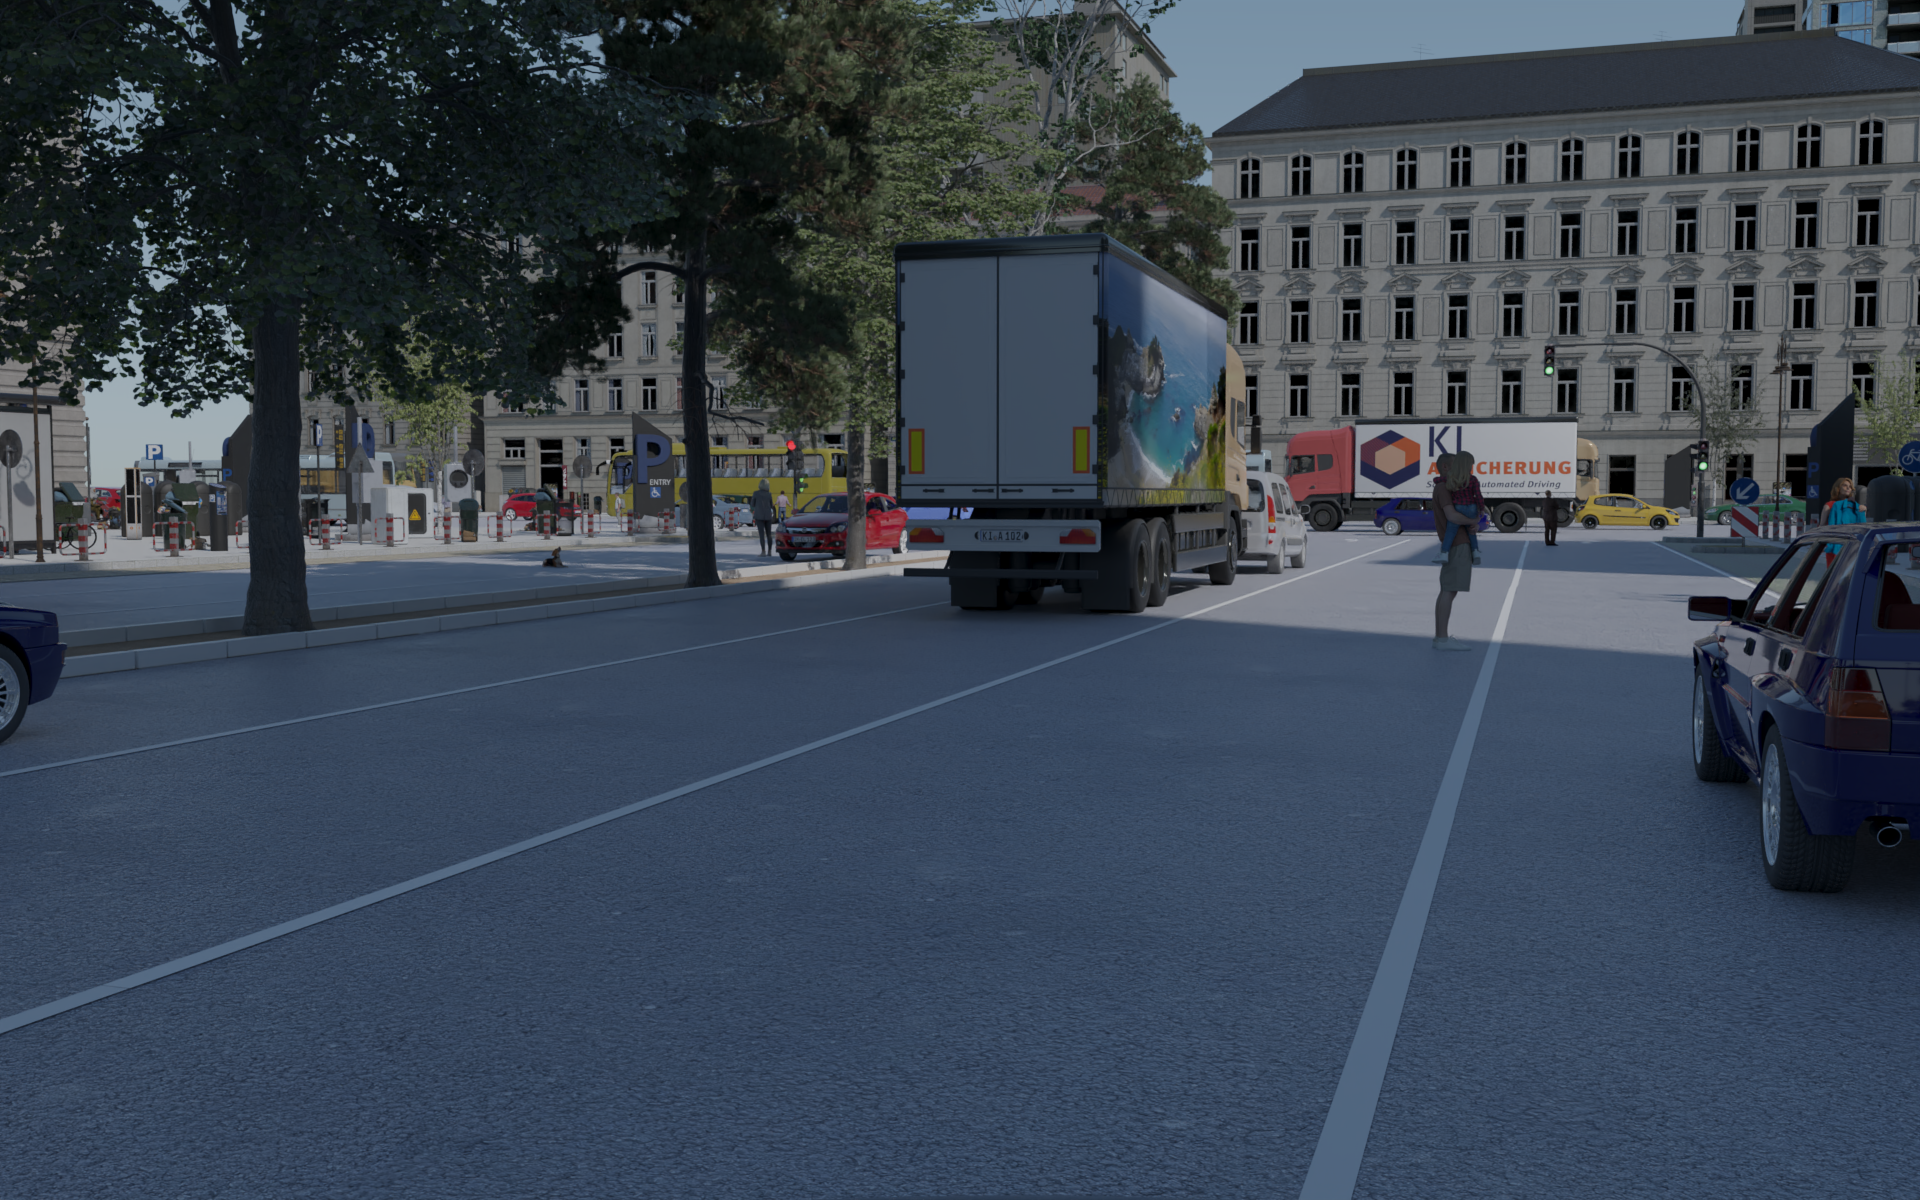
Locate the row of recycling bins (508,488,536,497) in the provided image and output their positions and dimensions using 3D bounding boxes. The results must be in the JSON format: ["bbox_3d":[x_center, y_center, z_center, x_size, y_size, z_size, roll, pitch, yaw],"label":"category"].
[{"bbox_3d":[-38.891,-8.815,151.232,3.534,1.692,1.069,0,4,-4],"label":"row of recycling bins"}]

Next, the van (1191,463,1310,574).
[{"bbox_3d":[5.465,-1.560,32.516,2.013,2.044,4.112,1,4,20],"label":"van"}]

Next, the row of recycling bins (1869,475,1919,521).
[{"bbox_3d":[21.247,-1.958,39.127,1.069,1.692,3.534,3,5,41],"label":"row of recycling bins"}]

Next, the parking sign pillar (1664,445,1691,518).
[{"bbox_3d":[38.755,-6.429,93.581,1.447,3.967,1.447,1,4,19],"label":"parking sign pillar"}]

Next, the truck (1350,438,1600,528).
[{"bbox_3d":[22.537,-5.289,75.389,11.283,4.237,2.839,1,4,17],"label":"truck"}]

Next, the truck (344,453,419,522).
[{"bbox_3d":[-29.540,-5.225,81.359,9.791,3.379,3.469,1,4,19],"label":"truck"}]

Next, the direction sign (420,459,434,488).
[{"bbox_3d":[-34.734,-7.395,112.912,0.876,3.537,0.379,-2,4,-33],"label":"direction sign"}]

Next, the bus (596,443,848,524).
[{"bbox_3d":[-11.426,-5.624,83.502,12.252,3.916,2.896,1,4,18],"label":"bus"}]

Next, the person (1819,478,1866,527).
[{"bbox_3d":[9.978,-0.577,19.638,0.593,1.614,0.444,1,4,15],"label":"person"}]

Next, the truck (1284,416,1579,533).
[{"bbox_3d":[17.301,-4.672,65.307,11.283,4.237,2.839,1,4,19],"label":"truck"}]

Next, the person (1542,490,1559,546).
[{"bbox_3d":[16.341,-2.275,47.964,0.388,1.546,0.482,-2,4,-28],"label":"person"}]

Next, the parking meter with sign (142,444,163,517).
[{"bbox_3d":[-27.956,-3.887,59.815,0.543,3.016,1.738,-1,4,-14],"label":"parking meter with sign"}]

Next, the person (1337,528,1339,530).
[{"bbox_3d":[15.216,-3.491,69.843,0.475,1.303,0.640,0,4,7],"label":"person"}]

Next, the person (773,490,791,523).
[{"bbox_3d":[-7.537,-3.853,73.449,0.963,1.587,0.435,-2,4,-29],"label":"person"}]

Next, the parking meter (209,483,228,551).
[{"bbox_3d":[-16.659,-1.865,38.905,0.372,1.533,0.369,0,3,0],"label":"parking meter"}]

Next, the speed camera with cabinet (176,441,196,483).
[{"bbox_3d":[-29.422,-4.353,65.499,0.660,3.252,2.038,-2,4,-34],"label":"speed camera with cabinet"}]

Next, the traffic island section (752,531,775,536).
[{"bbox_3d":[-5.790,-2.350,60.708,2.009,0.180,2.903,1,4,18],"label":"traffic island section"}]

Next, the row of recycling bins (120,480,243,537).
[{"bbox_3d":[-23.596,-2.784,52.635,1.069,1.692,3.534,3,5,42],"label":"row of recycling bins"}]

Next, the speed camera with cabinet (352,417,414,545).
[{"bbox_3d":[-14.817,-3.051,44.215,0.660,3.252,2.038,-3,5,-44],"label":"speed camera with cabinet"}]

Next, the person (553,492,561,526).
[{"bbox_3d":[-18.325,-4.149,78.701,0.546,1.535,0.453,2,4,32],"label":"person"}]

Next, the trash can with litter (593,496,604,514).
[{"bbox_3d":[-22.834,-5.989,109.310,0.624,1.170,1.055,0,4,-6],"label":"trash can with litter"}]

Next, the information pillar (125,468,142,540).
[{"bbox_3d":[-23.050,-2.679,48.297,0.304,2.012,0.304,0,4,1],"label":"information pillar"}]

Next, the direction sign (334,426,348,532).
[{"bbox_3d":[-20.568,-4.041,58.065,0.379,3.537,0.876,2,4,31],"label":"direction sign"}]

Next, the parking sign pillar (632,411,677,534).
[{"bbox_3d":[-10.007,-4.165,56.576,1.447,3.967,1.447,-1,4,-23],"label":"parking sign pillar"}]

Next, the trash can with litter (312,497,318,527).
[{"bbox_3d":[-25.265,-3.396,66.917,1.055,1.170,0.624,0,4,7],"label":"trash can with litter"}]

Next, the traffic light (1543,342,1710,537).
[{"bbox_3d":[19.934,-4.720,51.835,4.771,5.953,1.251,1,4,18],"label":"traffic light"}]

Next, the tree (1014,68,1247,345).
[{"bbox_3d":[4.517,-8.668,51.603,7.806,13.903,7.818,0,3,0],"label":"tree"}]

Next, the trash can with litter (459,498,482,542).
[{"bbox_3d":[-13.059,-2.135,46.291,0.624,1.170,1.055,-1,4,-19],"label":"trash can with litter"}]

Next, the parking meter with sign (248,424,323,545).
[{"bbox_3d":[-16.791,-2.862,43.055,1.738,3.016,0.543,0,4,-5],"label":"parking meter with sign"}]

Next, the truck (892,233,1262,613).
[{"bbox_3d":[2.145,-2.164,24.290,2.839,4.237,11.283,1,4,18],"label":"truck"}]

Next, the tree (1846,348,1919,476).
[{"bbox_3d":[46.653,-8.328,86.531,4.737,8.622,4.395,0,3,0],"label":"tree"}]

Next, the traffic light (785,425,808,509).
[{"bbox_3d":[-5.755,-4.382,60.561,0.839,4.253,0.868,1,4,18],"label":"traffic light"}]

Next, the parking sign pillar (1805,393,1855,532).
[{"bbox_3d":[23.167,-3.526,46.124,1.447,3.967,1.447,-2,4,-26],"label":"parking sign pillar"}]

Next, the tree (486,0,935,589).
[{"bbox_3d":[-3.870,-6.159,25.208,6.751,12.117,7.091,0,3,0],"label":"tree"}]

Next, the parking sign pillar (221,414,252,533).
[{"bbox_3d":[-24.184,-4.251,57.975,1.447,3.967,1.447,0,4,6],"label":"parking sign pillar"}]

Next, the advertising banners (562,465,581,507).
[{"bbox_3d":[-23.570,-6.672,105.277,0.090,3.025,2.074,1,4,23],"label":"advertising banners"}]

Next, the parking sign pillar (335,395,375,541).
[{"bbox_3d":[-16.544,-3.631,47.841,1.447,3.967,1.447,0,4,-2],"label":"parking sign pillar"}]

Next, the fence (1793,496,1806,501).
[{"bbox_3d":[40.847,-4.461,84.139,2.264,1.192,0.480,-1,4,-19],"label":"fence"}]

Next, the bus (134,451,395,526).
[{"bbox_3d":[-32.052,-5.120,78.573,13.247,3.499,2.948,1,4,18],"label":"bus"}]

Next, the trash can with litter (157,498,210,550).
[{"bbox_3d":[-17.827,-1.742,39.863,1.055,1.170,0.624,-1,4,-11],"label":"trash can with litter"}]

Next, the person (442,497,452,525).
[{"bbox_3d":[-20.125,-3.503,67.842,0.319,1.574,0.516,2,4,24],"label":"person"}]

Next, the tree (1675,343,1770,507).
[{"bbox_3d":[37.517,-8.258,85.382,4.360,8.622,3.978,0,3,0],"label":"tree"}]

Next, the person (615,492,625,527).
[{"bbox_3d":[-14.800,-3.912,75.051,0.503,1.515,0.523,3,4,36],"label":"person"}]

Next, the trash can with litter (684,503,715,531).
[{"bbox_3d":[-9.185,-3.037,61.046,0.624,1.170,1.055,3,5,40],"label":"trash can with litter"}]

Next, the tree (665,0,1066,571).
[{"bbox_3d":[-1.909,-6.830,32.258,7.486,12.596,7.792,0,3,0],"label":"tree"}]

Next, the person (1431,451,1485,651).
[{"bbox_3d":[4.558,-0.459,15.974,0.573,1.828,0.580,-2,4,-33],"label":"person"}]

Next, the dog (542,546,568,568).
[{"bbox_3d":[-7.936,-0.845,34.004,0.550,0.427,0.748,0,4,-7],"label":"dog"}]

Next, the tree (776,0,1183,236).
[{"bbox_3d":[0.470,-11.227,41.913,12.611,20.169,13.585,0,3,0],"label":"tree"}]

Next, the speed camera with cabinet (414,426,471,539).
[{"bbox_3d":[-15.286,-3.419,50.239,2.038,3.252,0.660,-2,4,-26],"label":"speed camera with cabinet"}]

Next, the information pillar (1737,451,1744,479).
[{"bbox_3d":[42.547,-6.308,94.495,0.183,3.616,0.504,0,4,-7],"label":"information pillar"}]

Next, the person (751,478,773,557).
[{"bbox_3d":[-4.552,-1.897,39.700,0.537,1.800,0.526,-1,4,-20],"label":"person"}]

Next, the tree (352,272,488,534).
[{"bbox_3d":[-16.759,-6.394,54.910,4.737,8.622,4.395,0,3,0],"label":"tree"}]

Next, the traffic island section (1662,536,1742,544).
[{"bbox_3d":[21.980,-1.782,51.410,2.009,0.180,2.903,1,4,18],"label":"traffic island section"}]

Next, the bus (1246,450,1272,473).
[{"bbox_3d":[6.634,-4.889,74.795,13.247,3.499,2.948,1,4,17],"label":"bus"}]

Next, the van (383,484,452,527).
[{"bbox_3d":[-23.390,-4.024,72.811,4.112,2.044,2.013,1,4,20],"label":"van"}]

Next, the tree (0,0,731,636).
[{"bbox_3d":[-6.953,-6.619,17.335,9.857,13.997,8.962,0,3,0],"label":"tree"}]

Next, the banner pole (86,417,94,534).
[{"bbox_3d":[-28.357,-4.061,56.416,0.401,3.779,0.863,-1,4,-19],"label":"banner pole"}]
